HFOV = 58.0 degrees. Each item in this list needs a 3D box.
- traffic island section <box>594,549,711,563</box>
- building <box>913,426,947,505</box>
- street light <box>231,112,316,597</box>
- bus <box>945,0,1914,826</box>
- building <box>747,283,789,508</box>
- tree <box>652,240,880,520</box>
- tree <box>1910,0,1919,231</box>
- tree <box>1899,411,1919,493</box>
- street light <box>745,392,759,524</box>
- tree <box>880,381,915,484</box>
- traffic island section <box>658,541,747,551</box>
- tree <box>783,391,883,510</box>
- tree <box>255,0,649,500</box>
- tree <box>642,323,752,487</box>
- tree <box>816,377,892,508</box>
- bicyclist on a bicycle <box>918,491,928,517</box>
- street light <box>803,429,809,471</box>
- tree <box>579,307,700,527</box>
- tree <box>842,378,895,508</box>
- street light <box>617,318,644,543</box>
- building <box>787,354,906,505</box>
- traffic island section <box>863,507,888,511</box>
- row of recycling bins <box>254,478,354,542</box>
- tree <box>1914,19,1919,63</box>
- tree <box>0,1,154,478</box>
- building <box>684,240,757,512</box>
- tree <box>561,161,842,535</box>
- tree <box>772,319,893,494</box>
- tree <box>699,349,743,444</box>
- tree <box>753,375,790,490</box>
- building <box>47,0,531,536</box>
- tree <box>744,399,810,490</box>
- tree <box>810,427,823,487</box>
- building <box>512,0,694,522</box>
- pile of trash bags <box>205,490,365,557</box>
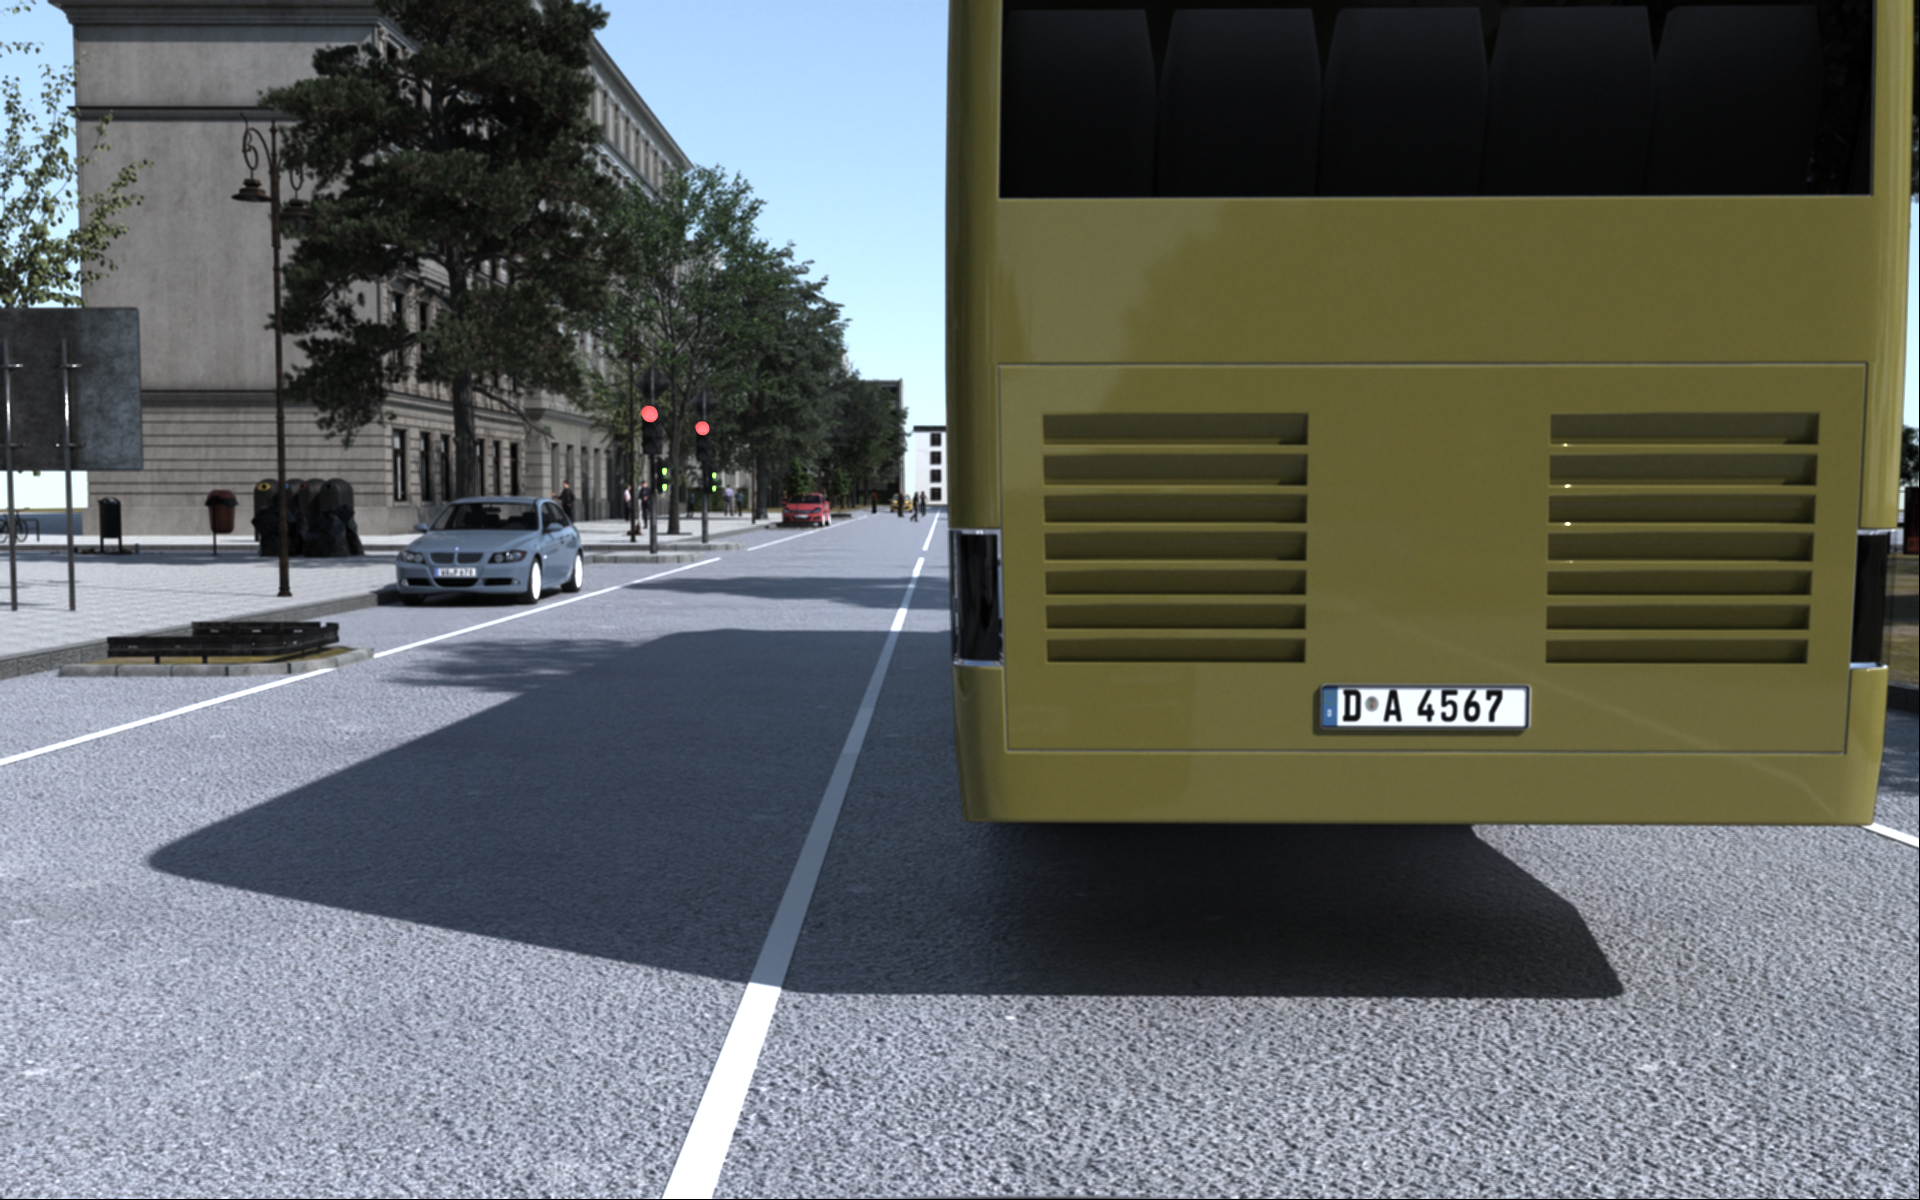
[{"bbox_3d":[-6.610,-0.916,37.254,2.009,0.180,2.903,0,4,0],"label":"traffic island section"},{"bbox_3d":[8.270,-16.818,217.121,28.070,9.664,9.099,0,4,0],"label":"building"},{"bbox_3d":[-8.464,-2.981,21.526,0.468,5.910,1.993,0,4,0],"label":"street light"},{"bbox_3d":[1.361,-1.165,10.590,2.896,3.916,12.252,0,4,1],"label":"bus"},{"bbox_3d":[-34.446,-20.204,174.308,32.646,21.610,27.936,0,4,0],"label":"building"},{"bbox_3d":[-10.071,-10.996,86.433,9.857,13.997,8.962,0,3,0],"label":"tree"},{"bbox_3d":[7.811,-6.902,20.267,7.806,13.903,7.818,0,3,0],"label":"tree"},{"bbox_3d":[57.499,-8.692,105.021,20.602,7.101,11.467,1,4,15],"label":"tree"},{"bbox_3d":[-8.942,-6.242,74.838,0.468,5.910,1.993,0,4,0],"label":"street light"},{"bbox_3d":[-10.073,-17.174,187.443,9.857,13.997,8.962,0,3,0],"label":"tree"},{"bbox_3d":[-6.679,-1.404,45.239,2.009,0.180,2.903,0,4,0],"label":"traffic island section"},{"bbox_3d":[-10.620,-12.699,142.039,8.767,10.594,7.601,0,4,-7],"label":"tree"},{"bbox_3d":[-8.900,-6.654,30.855,6.751,12.117,7.091,0,3,0],"label":"tree"},{"bbox_3d":[-11.961,-7.579,74.285,4.360,8.622,3.978,0,3,0],"label":"tree"},{"bbox_3d":[-10.187,-15.102,165.042,7.486,12.596,7.792,0,3,0],"label":"tree"},{"bbox_3d":[-2.343,-6.066,109.206,1.499,1.676,1.625,0,4,1],"label":"bicyclist on a bicycle"},{"bbox_3d":[-9.178,-8.020,103.911,0.468,5.910,1.993,0,4,0],"label":"street light"},{"bbox_3d":[-12.758,-7.162,67.457,4.737,8.622,4.395,0,3,0],"label":"tree"},{"bbox_3d":[-9.672,-14.096,156.217,9.928,11.665,9.643,0,3,0],"label":"tree"},{"bbox_3d":[-8.669,-4.463,45.766,0.468,5.910,1.993,0,4,0],"label":"street light"},{"bbox_3d":[-22.876,-21.642,220.298,31.486,18.905,16.747,0,4,0],"label":"building"},{"bbox_3d":[-7.227,-7.607,147.245,1.991,0.108,1.994,0,4,0],"label":"traffic island section"},{"bbox_3d":[-17.408,-2.377,45.969,3.534,1.692,1.069,2,4,32],"label":"row of recycling bins"},{"bbox_3d":[8.114,-5.518,8.352,7.486,12.596,7.792,0,3,0],"label":"tree"},{"bbox_3d":[-13.531,-4.471,23.459,4.737,8.622,4.395,0,3,0],"label":"tree"},{"bbox_3d":[-26.063,-16.516,136.500,16.747,18.905,31.486,0,4,0],"label":"building"},{"bbox_3d":[-8.909,-7.856,54.204,9.928,11.665,9.643,0,3,0],"label":"tree"},{"bbox_3d":[-9.857,-12.824,120.041,12.009,13.543,11.850,0,3,0],"label":"tree"},{"bbox_3d":[-12.907,-7.874,79.110,4.737,8.622,4.395,0,3,0],"label":"tree"},{"bbox_3d":[-10.903,-8.830,94.736,4.360,8.622,3.978,0,3,0],"label":"tree"},{"bbox_3d":[-22.394,-12.063,61.852,10.561,19.102,19.286,0,4,0],"label":"building"},{"bbox_3d":[-12.051,-9.469,105.182,4.737,8.622,4.395,0,3,0],"label":"tree"},{"bbox_3d":[-10.399,-9.767,110.054,4.737,8.622,4.395,0,3,0],"label":"tree"},{"bbox_3d":[-25.564,-19.372,93.147,17.030,29.872,44.131,0,4,0],"label":"building"},{"bbox_3d":[-14.166,-1.613,36.128,3.447,1.369,1.912,1,4,12],"label":"pile of trash bags"}]
